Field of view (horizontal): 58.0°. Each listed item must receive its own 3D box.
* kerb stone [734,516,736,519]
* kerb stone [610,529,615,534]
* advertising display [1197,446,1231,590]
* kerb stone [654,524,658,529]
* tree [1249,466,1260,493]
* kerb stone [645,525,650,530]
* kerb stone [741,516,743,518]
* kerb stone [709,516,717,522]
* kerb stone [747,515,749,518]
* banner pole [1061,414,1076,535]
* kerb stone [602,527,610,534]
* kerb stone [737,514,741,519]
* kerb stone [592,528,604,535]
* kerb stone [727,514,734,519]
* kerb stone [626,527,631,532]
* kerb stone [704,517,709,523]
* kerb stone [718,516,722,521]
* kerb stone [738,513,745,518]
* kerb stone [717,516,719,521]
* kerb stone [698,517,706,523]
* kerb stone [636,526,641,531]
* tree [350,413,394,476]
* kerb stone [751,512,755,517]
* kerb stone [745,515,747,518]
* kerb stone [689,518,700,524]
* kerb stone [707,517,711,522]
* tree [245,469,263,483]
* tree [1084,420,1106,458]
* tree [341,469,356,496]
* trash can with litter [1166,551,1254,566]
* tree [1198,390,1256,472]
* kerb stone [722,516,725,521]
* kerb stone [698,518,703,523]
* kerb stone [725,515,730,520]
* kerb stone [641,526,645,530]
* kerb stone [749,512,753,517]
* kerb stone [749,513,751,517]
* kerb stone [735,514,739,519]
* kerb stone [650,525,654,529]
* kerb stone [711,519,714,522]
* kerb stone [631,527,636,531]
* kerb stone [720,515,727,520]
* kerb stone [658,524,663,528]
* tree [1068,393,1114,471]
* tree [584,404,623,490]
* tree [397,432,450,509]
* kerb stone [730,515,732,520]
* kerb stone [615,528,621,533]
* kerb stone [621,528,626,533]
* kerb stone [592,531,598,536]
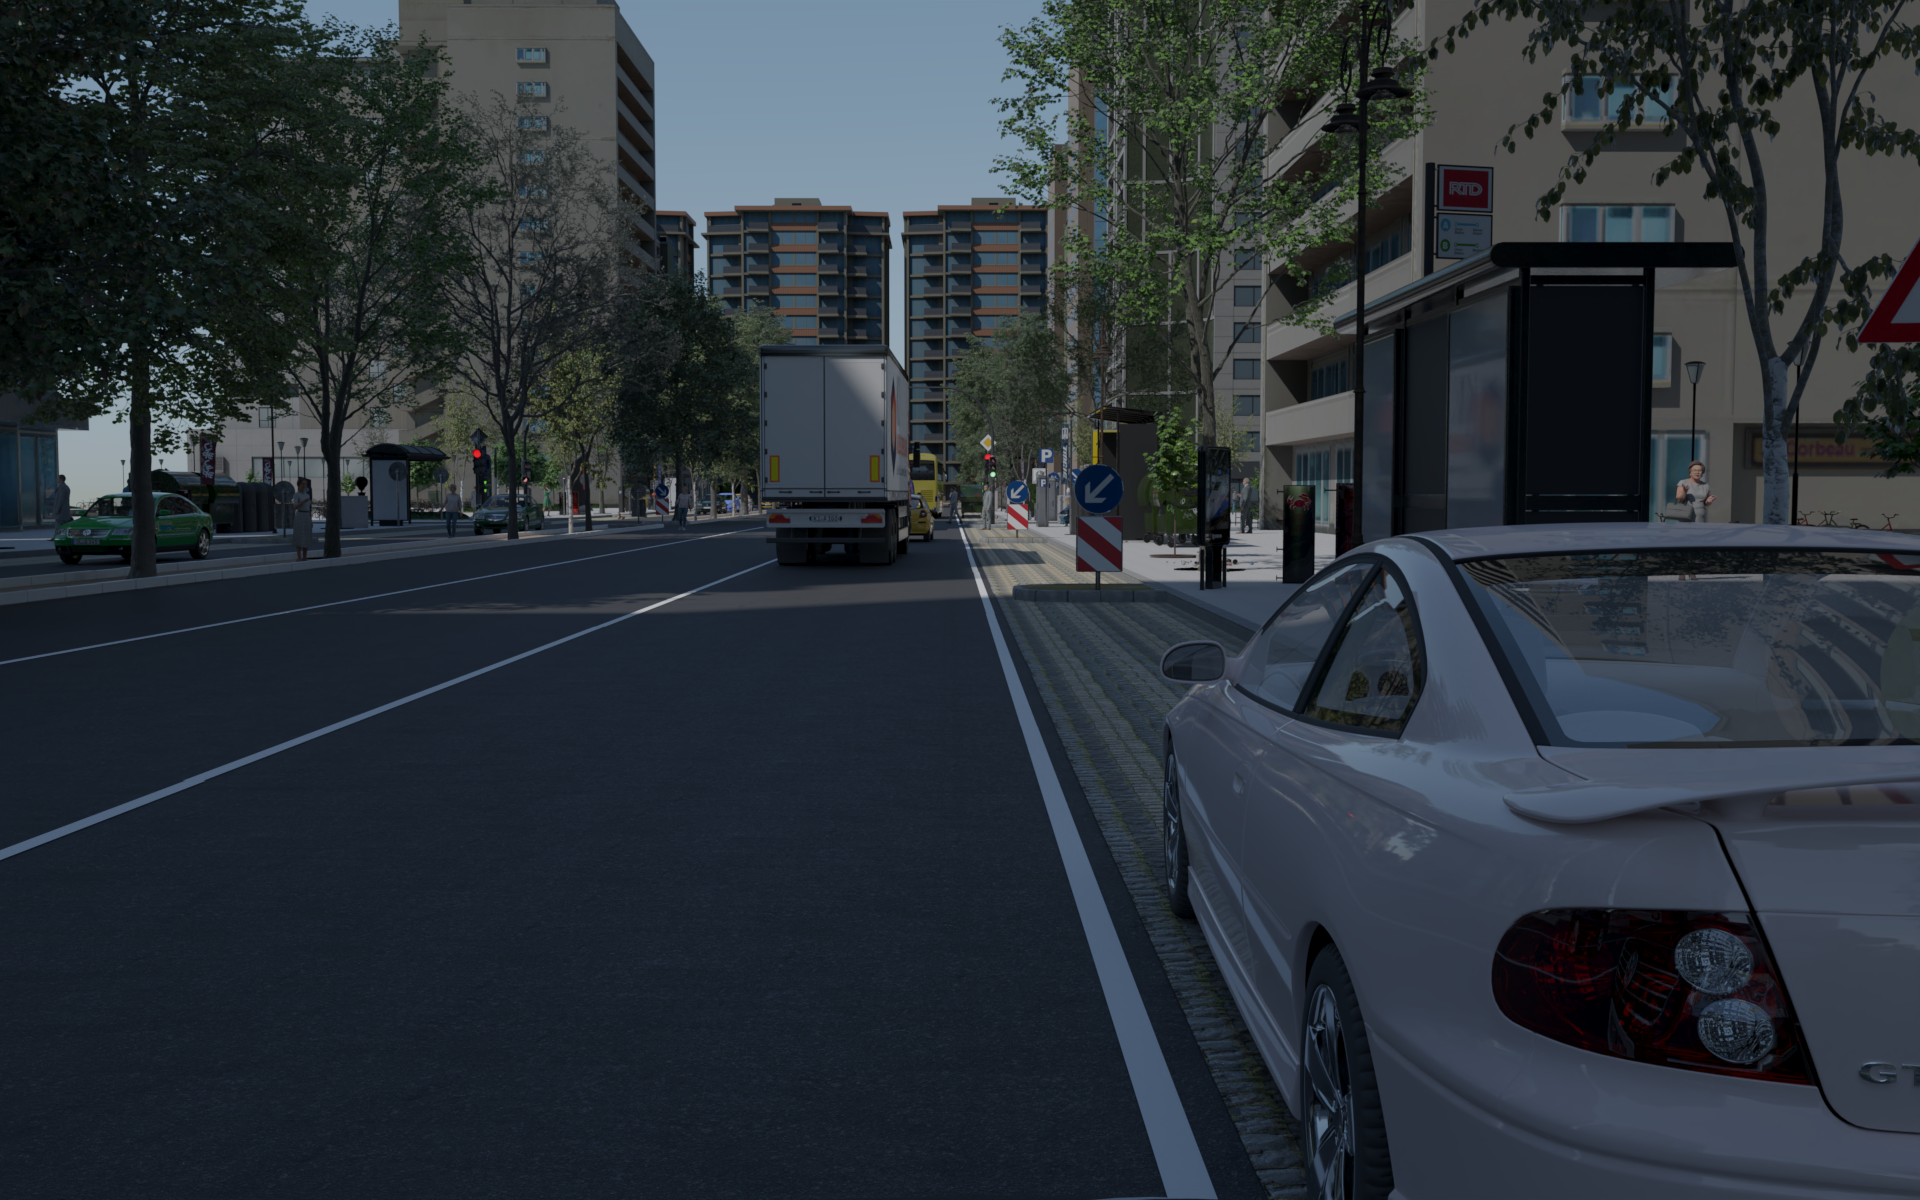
[{"bbox_3d":[-12.894,-4.622,97.821,0.120,0.150,1.000,0,4,0],"label":"kerb stone"},{"bbox_3d":[-12.667,-2.459,62.394,0.120,0.150,1.000,0,4,0],"label":"kerb stone"},{"bbox_3d":[3.435,-1.113,23.419,0.123,1.923,0.974,2,4,29],"label":"advertising display"},{"bbox_3d":[-12.723,-3.023,71.626,0.120,0.150,1.000,0,4,0],"label":"kerb stone"},{"bbox_3d":[18.310,-6.685,103.897,1.663,3.219,1.824,0,3,0],"label":"tree"},{"bbox_3d":[-12.719,-2.897,69.568,0.120,0.150,1.000,0,4,0],"label":"kerb stone"},{"bbox_3d":[-12.907,-4.808,100.891,0.120,0.150,1.000,0,4,0],"label":"kerb stone"},{"bbox_3d":[-12.839,-4.118,89.607,0.120,0.150,1.000,0,4,0],"label":"kerb stone"},{"bbox_3d":[-12.928,-5.002,103.971,0.120,0.150,1.000,0,4,0],"label":"kerb stone"},{"bbox_3d":[3.373,-3.938,54.405,0.401,3.779,0.863,-2,4,-26],"label":"banner pole"},{"bbox_3d":[-12.660,-2.396,61.371,0.120,0.150,1.000,0,4,0],"label":"kerb stone"},{"bbox_3d":[-12.910,-4.750,99.865,0.120,0.150,1.000,0,4,0],"label":"kerb stone"},{"bbox_3d":[-12.651,-2.334,60.349,0.120,0.150,1.000,0,4,0],"label":"kerb stone"},{"bbox_3d":[-12.881,-4.562,96.790,0.120,0.150,1.000,0,4,0],"label":"kerb stone"},{"bbox_3d":[-12.687,-2.646,65.462,0.120,0.150,1.000,0,4,0],"label":"kerb stone"},{"bbox_3d":[-12.819,-3.933,86.536,0.120,0.150,1.000,0,4,0],"label":"kerb stone"},{"bbox_3d":[-12.858,-4.248,91.665,0.120,0.150,1.000,0,4,0],"label":"kerb stone"},{"bbox_3d":[-12.915,-4.876,101.913,0.120,0.150,1.000,0,4,0],"label":"kerb stone"},{"bbox_3d":[-12.846,-4.181,90.642,0.120,0.150,1.000,0,4,0],"label":"kerb stone"},{"bbox_3d":[-12.818,-3.869,85.514,0.120,0.150,1.000,0,4,0],"label":"kerb stone"},{"bbox_3d":[-12.702,-2.768,67.517,0.120,0.150,1.000,0,4,0],"label":"kerb stone"},{"bbox_3d":[-49.868,-12.089,148.011,4.360,8.622,3.978,0,3,0],"label":"tree"},{"bbox_3d":[-12.948,-5.190,107.052,0.120,0.150,1.000,0,4,0],"label":"kerb stone"},{"bbox_3d":[-12.922,-4.938,102.941,0.120,0.150,1.000,0,4,0],"label":"kerb stone"},{"bbox_3d":[-12.793,-3.747,83.466,0.120,0.150,1.000,0,4,0],"label":"kerb stone"},{"bbox_3d":[-12.827,-3.998,87.563,0.120,0.150,1.000,0,4,0],"label":"kerb stone"},{"bbox_3d":[-49.098,-7.659,119.825,1.663,3.219,1.824,0,3,0],"label":"tree"},{"bbox_3d":[13.195,-12.424,153.489,4.360,8.622,3.978,0,3,0],"label":"tree"},{"bbox_3d":[-46.872,-8.426,132.360,1.663,3.219,1.824,0,3,0],"label":"tree"},{"bbox_3d":[4.483,-1.245,31.414,1.678,1.210,2.233,1,4,13],"label":"trash can with litter"},{"bbox_3d":[18.819,-10.563,123.060,4.737,8.622,4.395,0,3,0],"label":"tree"},{"bbox_3d":[-12.856,-4.306,92.689,0.120,0.150,1.000,0,4,0],"label":"kerb stone"},{"bbox_3d":[-12.807,-3.810,84.488,0.120,0.150,1.000,0,4,0],"label":"kerb stone"},{"bbox_3d":[-12.867,-4.434,94.741,0.120,0.150,1.000,0,4,0],"label":"kerb stone"},{"bbox_3d":[-12.707,-2.834,68.539,0.120,0.150,1.000,0,4,0],"label":"kerb stone"},{"bbox_3d":[-12.952,-5.128,106.030,0.120,0.150,1.000,0,4,0],"label":"kerb stone"},{"bbox_3d":[-12.943,-5.065,105.007,0.120,0.150,1.000,0,4,0],"label":"kerb stone"},{"bbox_3d":[-12.896,-4.684,98.843,0.120,0.150,1.000,0,4,0],"label":"kerb stone"},{"bbox_3d":[-12.720,-2.960,70.595,0.120,0.150,1.000,0,4,0],"label":"kerb stone"},{"bbox_3d":[-12.826,-4.058,88.585,0.120,0.150,1.000,0,4,0],"label":"kerb stone"},{"bbox_3d":[-12.693,-2.709,66.490,0.120,0.150,1.000,0,4,0],"label":"kerb stone"},{"bbox_3d":[-12.872,-4.371,93.715,0.120,0.150,1.000,0,4,0],"label":"kerb stone"},{"bbox_3d":[-12.724,-3.086,72.656,0.120,0.150,1.000,0,4,0],"label":"kerb stone"},{"bbox_3d":[9.334,-10.814,127.173,4.737,8.622,4.395,0,3,0],"label":"tree"},{"bbox_3d":[-29.480,-11.775,142.882,4.360,8.622,3.978,0,3,0],"label":"tree"},{"bbox_3d":[-28.893,-6.630,92.115,4.285,4.588,4.351,0,3,0],"label":"tree"},{"bbox_3d":[-12.889,-4.500,95.768,0.120,0.150,1.000,0,4,0],"label":"kerb stone"},{"bbox_3d":[-12.666,-2.521,63.416,0.120,0.150,1.000,0,4,0],"label":"kerb stone"},{"bbox_3d":[-12.679,-2.584,64.438,0.120,0.150,1.000,0,4,0],"label":"kerb stone"},{"bbox_3d":[-12.641,-2.271,59.322,0.120,0.150,1.000,0,4,0],"label":"kerb stone"}]
